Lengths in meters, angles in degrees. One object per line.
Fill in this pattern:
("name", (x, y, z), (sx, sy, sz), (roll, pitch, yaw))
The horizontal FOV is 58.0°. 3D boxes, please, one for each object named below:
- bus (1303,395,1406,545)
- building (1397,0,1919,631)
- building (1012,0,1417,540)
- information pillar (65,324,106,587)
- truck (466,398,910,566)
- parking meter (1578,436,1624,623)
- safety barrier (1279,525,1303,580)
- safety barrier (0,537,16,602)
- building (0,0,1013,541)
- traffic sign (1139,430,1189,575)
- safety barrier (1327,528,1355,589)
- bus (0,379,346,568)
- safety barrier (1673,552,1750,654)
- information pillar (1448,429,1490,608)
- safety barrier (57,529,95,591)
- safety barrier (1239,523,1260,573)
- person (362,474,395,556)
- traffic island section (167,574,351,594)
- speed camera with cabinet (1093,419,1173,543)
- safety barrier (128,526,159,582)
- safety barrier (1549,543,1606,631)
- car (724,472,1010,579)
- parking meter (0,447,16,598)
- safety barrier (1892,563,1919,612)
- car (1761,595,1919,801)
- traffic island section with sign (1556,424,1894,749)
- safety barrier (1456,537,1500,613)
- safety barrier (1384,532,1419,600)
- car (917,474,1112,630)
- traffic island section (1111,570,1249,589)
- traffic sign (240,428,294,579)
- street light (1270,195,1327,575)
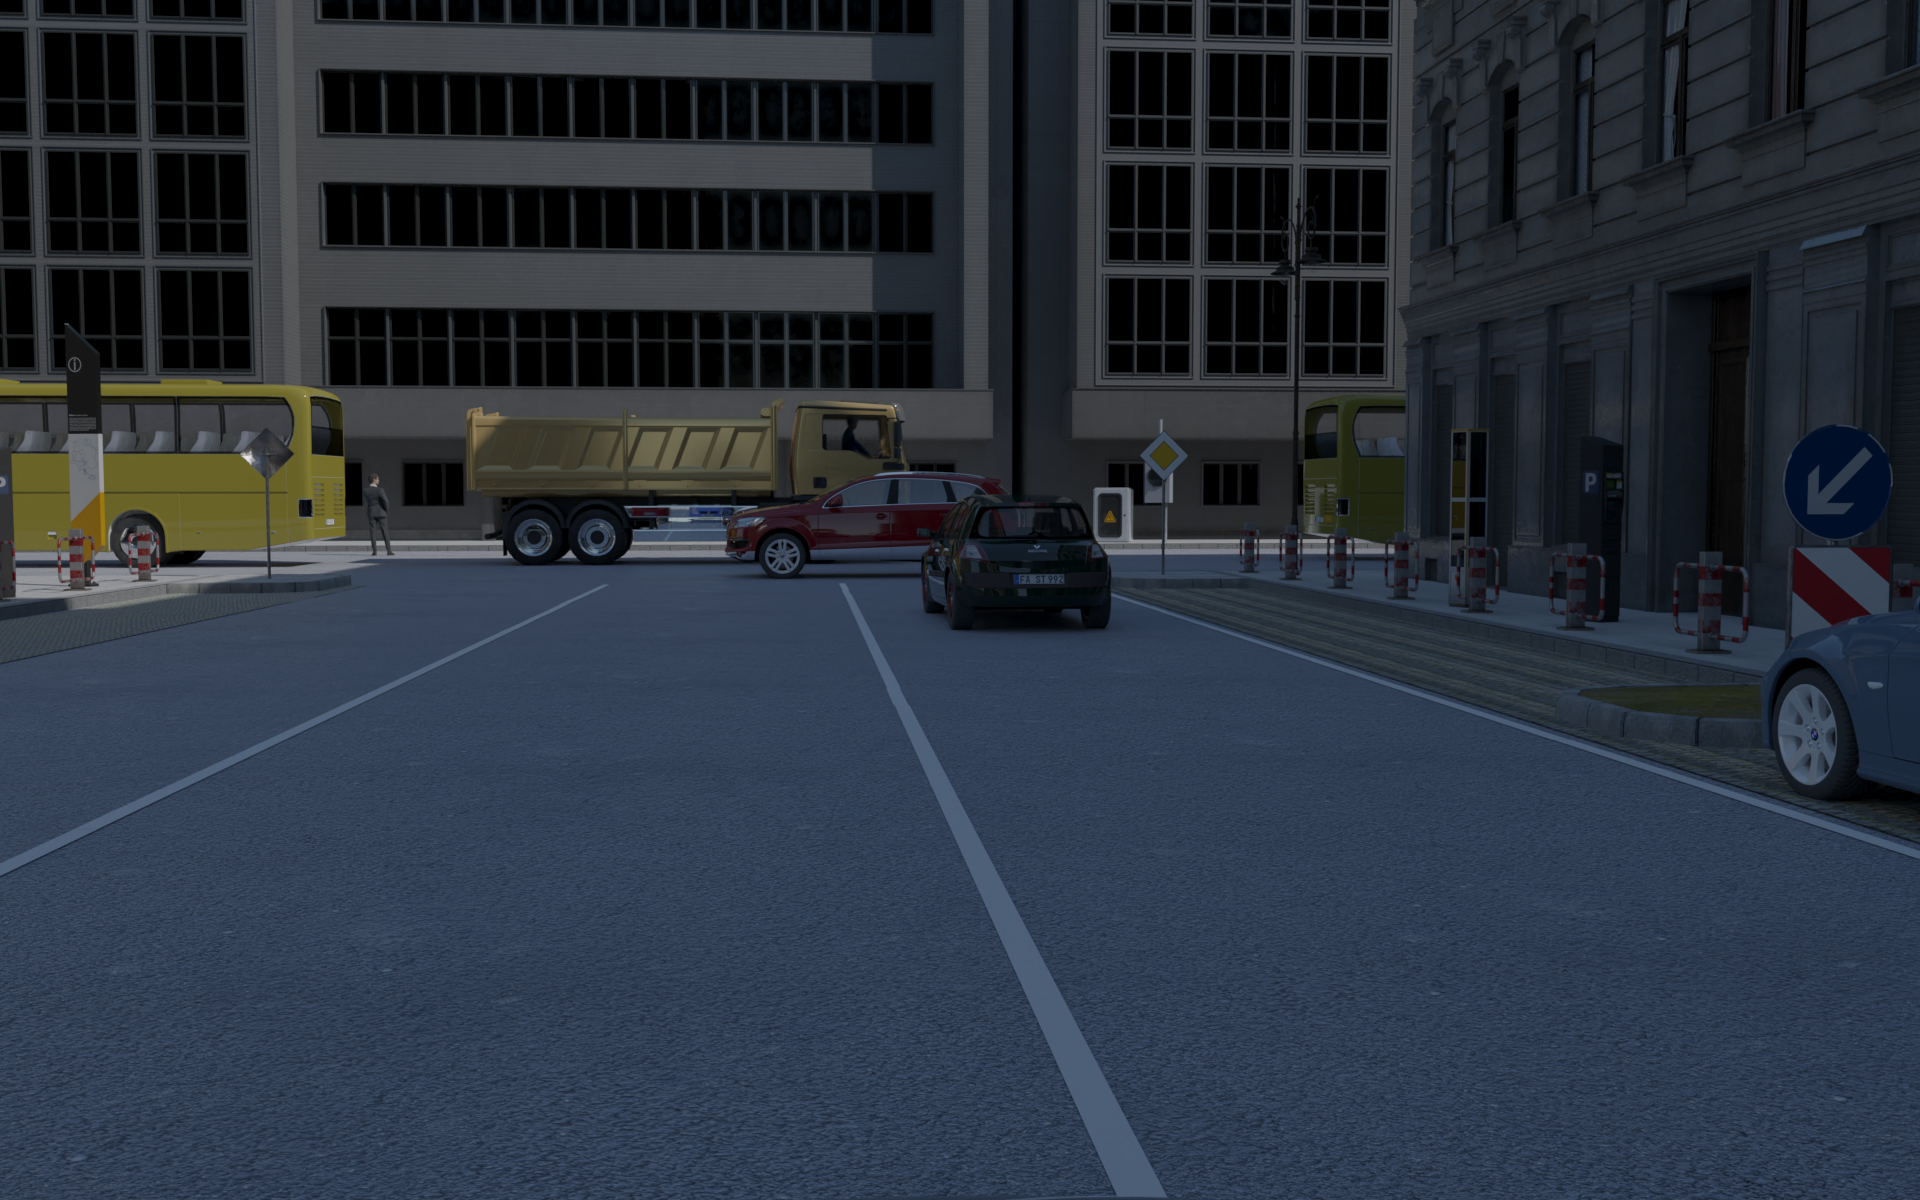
("bus", (13.972, -2.885, 38.723), (12.252, 3.916, 2.896), (0, 4, -7))
("building", (12.263, -10.307, 17.673), (9.793, 20.994, 18.267), (0, 4, -5))
("building", (13.205, -15.930, 53.960), (24.014, 27.812, 14.314), (0, 4, -5))
("information pillar", (-12.076, -1.991, 23.900), (0.504, 3.616, 0.183), (1, 4, 11))
("truck", (-5.089, -2.461, 36.166), (9.791, 3.379, 3.469), (0, 4, -7))
("parking meter", (6.428, -0.714, 17.379), (0.255, 1.863, 0.399), (-1, 4, -21))
("safety barrier", (4.928, -0.705, 25.810), (0.300, 0.817, 1.120), (0, 4, -5))
("safety barrier", (-11.493, -0.386, 20.592), (0.300, 0.817, 1.120), (0, 4, -5))
("building", (-13.899, -14.262, 52.250), (30.058, 24.678, 14.314), (0, 4, -5))
("traffic sign", (3.221, -1.456, 27.442), (0.795, 2.450, 0.064), (0, 4, -5))
("safety barrier", (5.147, -0.560, 23.439), (0.300, 0.817, 1.120), (0, 4, -5))
("bus", (-18.774, -2.616, 34.318), (12.252, 3.916, 2.896), (0, 4, -4))
("safety barrier", (6.033, 0.021, 13.935), (0.300, 0.817, 1.120), (0, 4, -5))
("information pillar", (5.768, -0.927, 19.640), (0.304, 2.012, 0.304), (-2, 4, -24))
("safety barrier", (-11.712, -0.531, 22.963), (0.300, 0.817, 1.120), (0, 4, -5))
("safety barrier", (4.708, -0.850, 28.180), (0.300, 0.817, 1.120), (0, 4, -5))
("person", (-13.577, -1.990, 40.393), (0.648, 1.900, 0.474), (0, 4, -1))
("traffic island section", (-10.489, -0.243, 26.253), (2.009, 0.180, 2.903), (0, 4, -5))
("speed camera with cabinet", (4.592, -3.157, 45.955), (2.038, 3.252, 0.660), (1, 4, 15))
("safety barrier", (-11.937, -0.677, 25.338), (0.300, 0.817, 1.120), (0, 4, -5))
("safety barrier", (5.810, -0.125, 16.326), (0.300, 0.817, 1.120), (0, 4, -5))
("car", (-1.444, -1.320, 30.262), (5.304, 1.827, 2.281), (0, 4, -5))
("parking meter", (-11.899, -0.955, 21.320), (0.255, 1.863, 0.399), (2, 4, 32))
("safety barrier", (6.252, 0.166, 11.555), (0.300, 0.817, 1.120), (0, 4, -5))
("car", (4.959, 0.325, 6.691), (2.014, 1.417, 4.499), (0, 4, -5))
("traffic island section with sign", (4.817, -0.122, 10.622), (1.989, 1.847, 2.006), (0, 4, -5))
("safety barrier", (5.587, -0.271, 18.699), (0.300, 0.817, 1.120), (0, 4, -5))
("safety barrier", (5.368, -0.416, 21.069), (0.300, 0.817, 1.120), (0, 4, -5))
("car", (0.559, -0.609, 19.750), (2.009, 1.686, 4.222), (0, 4, -7))
("traffic island section", (3.244, -0.321, 27.521), (2.009, 0.180, 2.903), (0, 4, -5))
("traffic sign", (-10.466, -1.379, 26.193), (0.795, 2.450, 0.064), (0, 4, -5))
("street light", (5.280, -3.327, 27.189), (0.468, 5.910, 1.993), (0, 4, -5))
